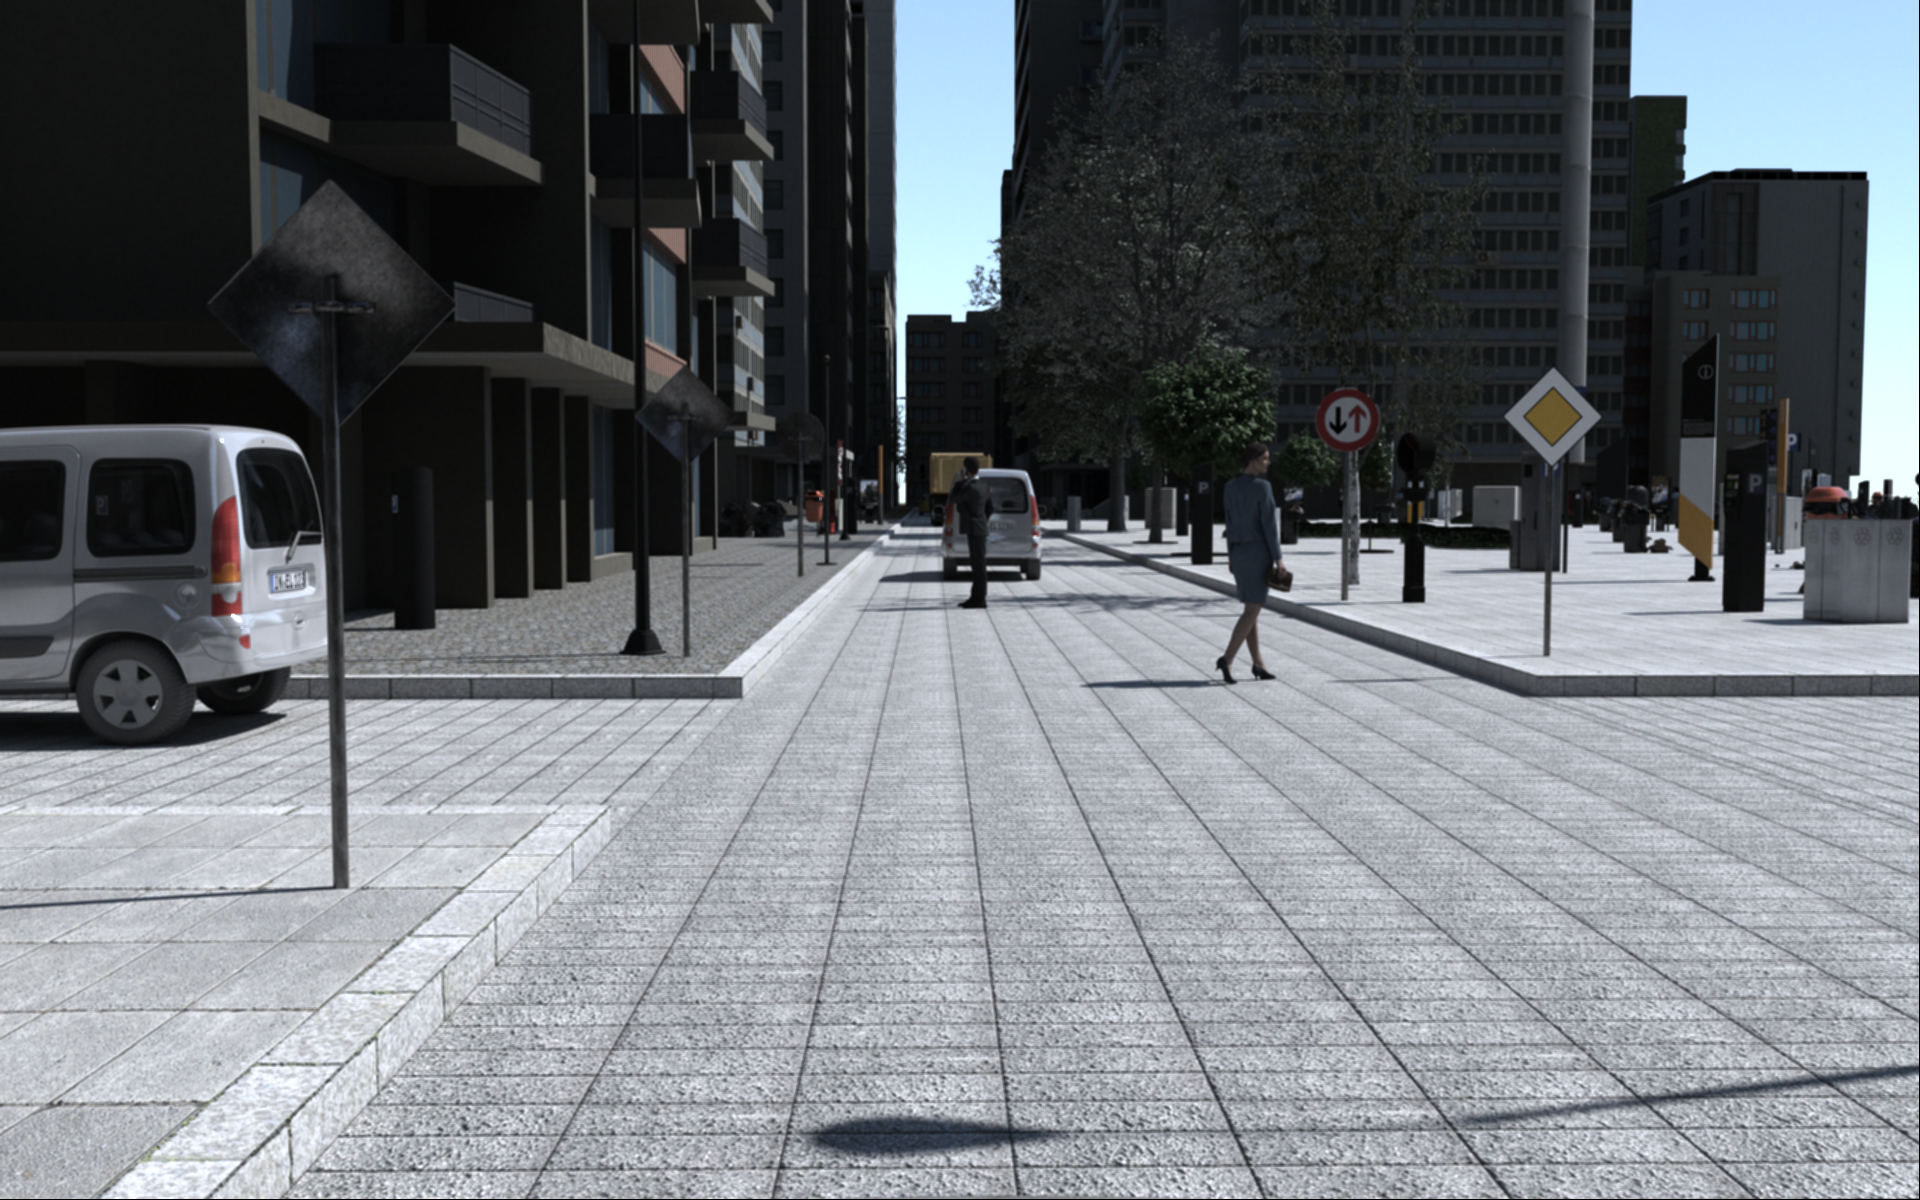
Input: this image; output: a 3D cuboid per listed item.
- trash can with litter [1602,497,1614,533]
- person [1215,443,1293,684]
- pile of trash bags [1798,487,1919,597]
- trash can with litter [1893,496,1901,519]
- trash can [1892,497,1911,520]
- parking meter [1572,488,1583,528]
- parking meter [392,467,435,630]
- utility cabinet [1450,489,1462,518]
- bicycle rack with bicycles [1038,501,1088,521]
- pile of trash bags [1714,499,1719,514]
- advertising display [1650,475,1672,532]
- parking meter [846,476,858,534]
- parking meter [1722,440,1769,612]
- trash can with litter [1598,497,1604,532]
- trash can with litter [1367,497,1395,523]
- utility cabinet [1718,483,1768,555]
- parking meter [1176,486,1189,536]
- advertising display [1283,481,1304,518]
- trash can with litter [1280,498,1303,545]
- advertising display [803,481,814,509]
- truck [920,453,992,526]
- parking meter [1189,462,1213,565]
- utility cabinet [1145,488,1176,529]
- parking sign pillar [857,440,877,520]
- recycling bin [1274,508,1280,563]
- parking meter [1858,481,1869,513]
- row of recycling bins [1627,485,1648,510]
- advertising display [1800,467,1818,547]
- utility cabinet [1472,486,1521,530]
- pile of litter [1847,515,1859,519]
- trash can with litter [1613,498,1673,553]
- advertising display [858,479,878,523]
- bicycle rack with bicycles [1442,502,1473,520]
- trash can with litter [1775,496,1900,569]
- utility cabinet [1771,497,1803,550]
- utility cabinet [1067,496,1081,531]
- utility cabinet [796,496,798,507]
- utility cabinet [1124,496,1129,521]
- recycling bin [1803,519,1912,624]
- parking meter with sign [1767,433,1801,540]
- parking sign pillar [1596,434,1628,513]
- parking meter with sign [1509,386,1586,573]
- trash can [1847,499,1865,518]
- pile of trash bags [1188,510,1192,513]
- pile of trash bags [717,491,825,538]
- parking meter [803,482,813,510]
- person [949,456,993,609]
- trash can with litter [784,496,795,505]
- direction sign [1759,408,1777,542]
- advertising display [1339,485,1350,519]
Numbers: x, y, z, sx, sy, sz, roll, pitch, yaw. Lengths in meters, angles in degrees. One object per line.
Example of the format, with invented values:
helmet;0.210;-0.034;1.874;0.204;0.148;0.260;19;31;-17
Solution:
trash can with litter;17.771;-2.115;45.962;1.055;1.170;0.624;0;4;-8
person;2.183;-0.286;13.208;0.654;1.822;0.581;-1;4;-22
pile of trash bags;11.631;-0.750;22.021;3.447;1.369;1.912;-3;5;-41
trash can with litter;35.250;-3.332;65.529;1.678;1.210;2.233;3;5;39
trash can;39.424;-3.721;72.493;0.748;1.137;0.748;0;3;0
parking meter;23.652;-3.540;66.297;0.372;1.533;0.369;0;3;0
parking meter;-5.194;-0.493;16.465;0.372;1.533;0.369;0;3;0
utility cabinet;22.404;-4.251;78.189;0.318;1.500;1.173;2;4;27
bicycle rack with bicycles;5.026;-4.320;84.018;2.852;0.926;2.925;0;4;-6
pile of trash bags;35.621;-4.417;81.968;3.447;1.369;1.912;-3;5;-43
advertising display;24.023;-3.313;59.373;0.123;1.923;0.974;-1;4;-13
parking meter;-3.481;-3.042;55.443;0.399;1.863;0.255;1;4;12
parking meter;8.544;-0.804;18.860;0.399;1.863;0.255;-1;4;-17
trash can with litter;22.016;-2.877;58.419;0.624;1.170;1.055;-1;4;-15
trash can with litter;15.345;-3.186;63.477;1.055;1.170;0.624;-1;4;-15
utility cabinet;16.422;-1.689;36.288;1.173;1.500;0.318;-2;4;-30
parking meter;6.827;-2.738;53.175;0.372;1.533;0.369;0;3;0
advertising display;15.936;-4.746;82.817;0.974;1.923;0.123;0;4;0
trash can with litter;8.156;-1.999;44.077;1.055;1.170;0.624;0;4;-7
advertising display;-7.673;-4.971;86.494;0.974;1.923;0.123;3;5;40
truck;-0.064;-5.165;80.365;3.469;3.379;9.791;0;4;-2
parking meter;4.378;-1.573;31.435;0.399;1.863;0.255;0;4;-2
utility cabinet;7.296;-3.322;62.989;1.173;1.500;0.318;3;5;39
parking sign pillar;-4.723;-5.937;85.542;1.447;3.967;1.447;1;4;9
recycling bin;5.473;-1.201;32.186;0.722;1.027;0.722;3;4;38
parking meter;39.482;-4.281;75.701;0.255;1.863;0.399;-1;4;-18
row of recycling bins;32.382;-4.695;83.870;1.069;1.692;3.534;0;4;4
advertising display;20.616;-2.256;42.099;0.123;1.923;0.974;1;4;11
utility cabinet;14.916;-2.423;48.294;1.173;1.500;0.318;2;4;35
pile of litter;17.733;-1.233;34.123;1.719;0.858;1.176;1;4;18
trash can with litter;14.979;-1.618;37.843;1.055;1.170;0.624;0;3;0
advertising display;-3.966;-4.309;75.663;0.974;1.923;0.123;-2;4;-28
bicycle rack with bicycles;24.888;-4.237;82.652;2.852;0.926;2.925;-2;4;-32
trash can with litter;15.026;-1.154;29.918;1.678;1.210;2.233;3;4;37
utility cabinet;19.136;-1.769;40.084;1.020;1.237;0.306;-3;5;-42
utility cabinet;3.964;-2.990;60.043;0.306;1.237;1.020;1;4;15
utility cabinet;-7.777;-4.682;87.709;1.020;1.237;0.306;1;4;20
utility cabinet;7.789;-4.407;83.212;0.306;1.237;1.020;2;4;30
recycling bin;9.047;-0.301;17.476;0.722;1.027;0.722;0;4;-5
parking meter with sign;22.866;-3.226;49.012;1.738;3.016;0.543;-1;4;-19
parking sign pillar;29.410;-5.483;78.120;1.447;3.967;1.447;2;4;27
parking meter with sign;9.702;-1.993;28.841;0.543;3.016;1.738;-1;4;-8
trash can;27.152;-2.513;52.747;0.748;1.137;0.748;0;3;0
pile of trash bags;11.695;-4.756;87.511;1.912;1.369;3.447;1;4;20
pile of trash bags;-5.616;-2.563;51.651;3.447;1.369;1.912;1;4;20
parking meter;-7.136;-4.628;81.384;0.399;1.863;0.255;-2;4;-27
person;0.132;-0.850;21.758;0.474;1.900;0.648;1;4;14
trash can with litter;-8.490;-4.429;83.805;1.055;1.170;0.624;2;4;23
direction sign;21.525;-3.315;46.200;0.379;3.537;0.876;0;4;-1
advertising display;19.887;-5.111;88.778;0.974;1.923;0.123;3;5;41
